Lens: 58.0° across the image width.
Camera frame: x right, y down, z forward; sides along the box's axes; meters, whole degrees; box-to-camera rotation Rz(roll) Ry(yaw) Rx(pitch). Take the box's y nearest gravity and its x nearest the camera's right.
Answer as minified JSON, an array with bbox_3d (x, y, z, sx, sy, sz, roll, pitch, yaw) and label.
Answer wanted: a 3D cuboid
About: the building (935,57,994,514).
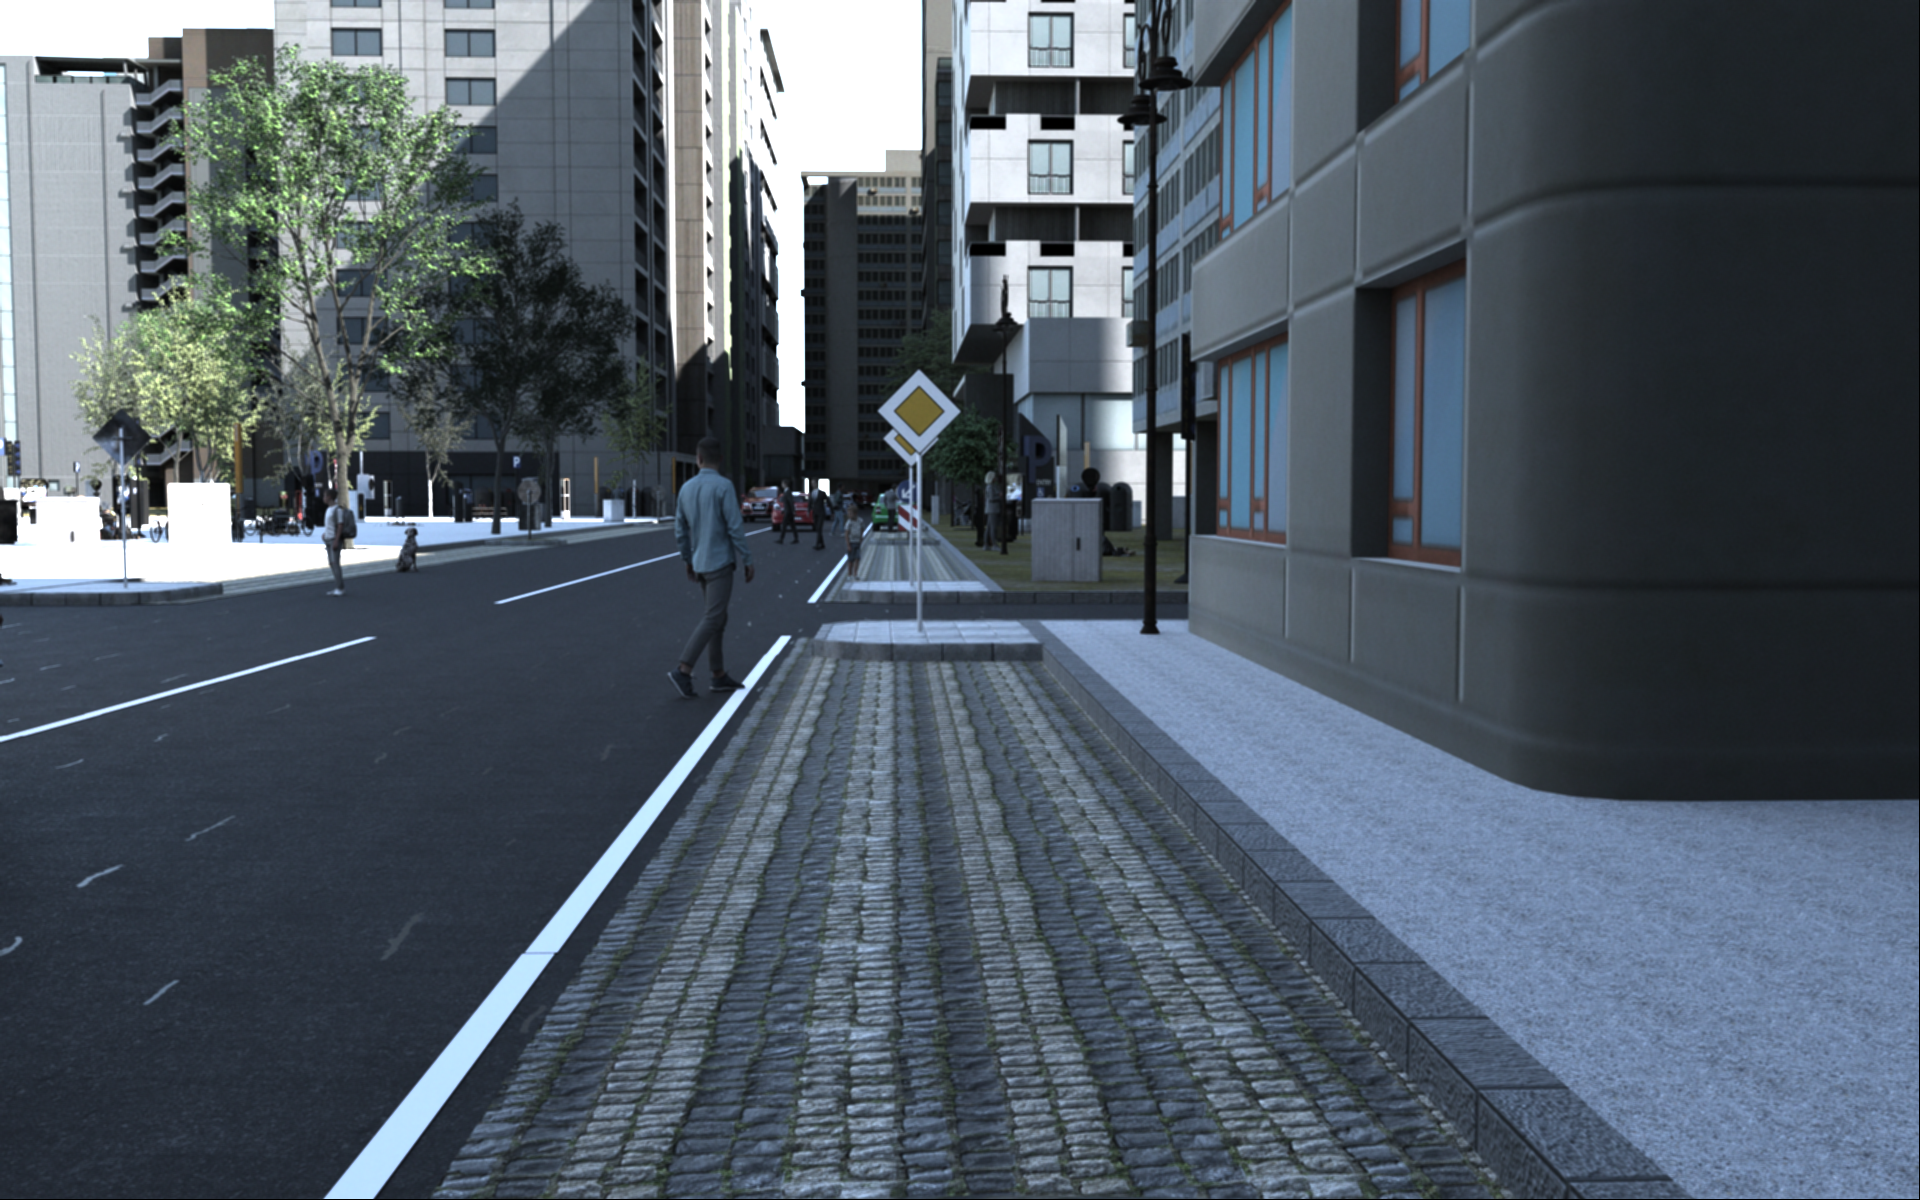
[{"bbox_3d":[5.265,-21.224,118.710,14.160,30.474,14.107,0,4,-2],"label":"building"}]

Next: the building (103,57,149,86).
[{"bbox_3d":[-76.228,-34.909,190.364,30.456,49.044,23.786,0,4,-2],"label":"building"}]

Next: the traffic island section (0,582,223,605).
[{"bbox_3d":[-11.470,-0.090,23.746,2.009,0.180,2.903,0,4,-2],"label":"traffic island section"}]

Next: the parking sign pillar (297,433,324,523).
[{"bbox_3d":[-28.588,-5.383,76.480,1.447,3.967,1.447,0,4,7],"label":"parking sign pillar"}]

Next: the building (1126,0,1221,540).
[{"bbox_3d":[16.808,-21.206,38.605,23.993,40.220,32.217,0,4,-2],"label":"building"}]

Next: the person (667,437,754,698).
[{"bbox_3d":[-1.844,-0.248,12.420,0.748,1.841,0.638,-3,5,-40],"label":"person"}]

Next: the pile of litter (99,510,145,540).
[{"bbox_3d":[-23.824,-2.111,48.476,1.719,0.858,1.176,0,4,-6],"label":"pile of litter"}]

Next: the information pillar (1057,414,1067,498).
[{"bbox_3d":[2.994,-3.654,51.104,0.183,3.616,0.504,2,4,31],"label":"information pillar"}]

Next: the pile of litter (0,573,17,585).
[{"bbox_3d":[-14.222,-0.641,24.451,1.719,0.858,1.176,1,4,19],"label":"pile of litter"}]

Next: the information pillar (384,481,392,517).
[{"bbox_3d":[-31.790,-5.612,96.253,0.304,2.012,0.304,3,5,40],"label":"information pillar"}]

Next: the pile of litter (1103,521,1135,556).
[{"bbox_3d":[3.008,-1.370,36.373,1.176,0.858,1.719,-1,4,-16],"label":"pile of litter"}]

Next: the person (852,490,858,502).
[{"bbox_3d":[-7.011,-6.372,113.513,0.721,1.723,1.217,-2,4,-32],"label":"person"}]

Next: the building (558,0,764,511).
[{"bbox_3d":[-29.681,-44.293,162.438,20.611,71.187,20.563,0,4,-2],"label":"building"}]

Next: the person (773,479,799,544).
[{"bbox_3d":[-5.010,-2.548,49.929,0.755,1.850,0.659,0,4,4],"label":"person"}]

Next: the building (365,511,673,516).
[{"bbox_3d":[-27.121,-40.963,108.001,20.563,71.187,20.611,0,4,-2],"label":"building"}]

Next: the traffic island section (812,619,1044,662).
[{"bbox_3d":[-0.335,0.374,16.169,2.009,0.180,2.903,0,4,-2],"label":"traffic island section"}]

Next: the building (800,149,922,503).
[{"bbox_3d":[-5.928,-30.935,197.667,23.993,40.220,32.217,0,4,-2],"label":"building"}]

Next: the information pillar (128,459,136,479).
[{"bbox_3d":[-39.238,-5.554,82.157,0.504,3.616,0.183,2,4,31],"label":"information pillar"}]

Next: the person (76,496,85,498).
[{"bbox_3d":[-17.973,-1.521,35.598,0.352,1.250,0.332,-2,4,-29],"label":"person"}]

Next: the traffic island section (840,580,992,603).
[{"bbox_3d":[-0.636,-0.114,24.149,2.009,0.180,2.903,0,4,-2],"label":"traffic island section"}]

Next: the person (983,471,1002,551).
[{"bbox_3d":[0.787,-2.027,39.362,0.526,1.800,0.537,1,4,15],"label":"person"}]

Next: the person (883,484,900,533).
[{"bbox_3d":[-2.499,-3.360,63.614,0.473,1.802,0.592,-3,5,-43],"label":"person"}]

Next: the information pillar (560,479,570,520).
[{"bbox_3d":[-19.198,-4.873,84.172,0.304,2.012,0.304,3,4,37],"label":"information pillar"}]

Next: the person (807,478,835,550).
[{"bbox_3d":[-3.670,-2.220,44.568,0.659,1.850,0.755,2,4,30],"label":"person"}]

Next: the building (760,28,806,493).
[{"bbox_3d":[-32.082,-37.111,195.996,27.495,52.752,28.713,0,4,-2],"label":"building"}]

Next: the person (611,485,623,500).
[{"bbox_3d":[-18.677,-5.402,94.538,0.661,1.801,0.590,1,4,12],"label":"person"}]

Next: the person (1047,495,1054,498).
[{"bbox_3d":[2.260,-1.993,43.315,0.332,1.250,0.352,-1,4,-13],"label":"person"}]

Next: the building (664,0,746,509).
[{"bbox_3d":[-25.187,-27.938,140.386,14.154,41.232,14.086,0,4,-2],"label":"building"}]

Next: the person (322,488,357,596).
[{"bbox_3d":[-8.848,-0.823,24.547,0.503,1.515,0.523,1,4,19],"label":"person"}]

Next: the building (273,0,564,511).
[{"bbox_3d":[-50.317,-44.311,162.732,20.611,71.187,20.563,0,4,-2],"label":"building"}]

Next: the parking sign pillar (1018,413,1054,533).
[{"bbox_3d":[2.547,-4.246,57.891,1.447,3.967,1.447,-3,5,-42],"label":"parking sign pillar"}]

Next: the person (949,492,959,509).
[{"bbox_3d":[-0.382,-6.045,108.099,0.599,1.433,0.991,-3,5,-42],"label":"person"}]

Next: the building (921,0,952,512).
[{"bbox_3d":[7.797,-31.339,136.087,21.300,48.544,21.600,0,4,-2],"label":"building"}]

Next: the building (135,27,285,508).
[{"bbox_3d":[-67.785,-31.482,164.838,14.200,45.320,14.600,0,4,-2],"label":"building"}]

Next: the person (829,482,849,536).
[{"bbox_3d":[-4.045,-3.048,58.318,0.713,1.824,0.794,1,4,11],"label":"person"}]

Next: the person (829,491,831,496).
[{"bbox_3d":[-12.842,-9.981,172.426,0.721,1.736,1.217,0,4,2],"label":"person"}]

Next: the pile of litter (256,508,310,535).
[{"bbox_3d":[-21.670,-2.542,55.527,1.719,0.858,1.176,-1,4,-23],"label":"pile of litter"}]

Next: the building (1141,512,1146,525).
[{"bbox_3d":[13.430,-30.337,85.247,28.713,52.752,27.495,0,4,-2],"label":"building"}]

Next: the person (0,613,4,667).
[{"bbox_3d":[-4.646,0.050,7.782,0.616,1.811,0.778,-2,4,-35],"label":"person"}]

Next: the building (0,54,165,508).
[{"bbox_3d":[-82.581,-29.451,165.124,14.086,41.232,14.154,0,4,-2],"label":"building"}]

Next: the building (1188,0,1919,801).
[{"bbox_3d":[16.488,-9.576,1.601,27.650,21.520,28.899,0,4,-2],"label":"building"}]

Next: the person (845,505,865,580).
[{"bbox_3d":[-1.744,-0.955,28.803,0.332,1.250,0.352,0,4,7],"label":"person"}]
